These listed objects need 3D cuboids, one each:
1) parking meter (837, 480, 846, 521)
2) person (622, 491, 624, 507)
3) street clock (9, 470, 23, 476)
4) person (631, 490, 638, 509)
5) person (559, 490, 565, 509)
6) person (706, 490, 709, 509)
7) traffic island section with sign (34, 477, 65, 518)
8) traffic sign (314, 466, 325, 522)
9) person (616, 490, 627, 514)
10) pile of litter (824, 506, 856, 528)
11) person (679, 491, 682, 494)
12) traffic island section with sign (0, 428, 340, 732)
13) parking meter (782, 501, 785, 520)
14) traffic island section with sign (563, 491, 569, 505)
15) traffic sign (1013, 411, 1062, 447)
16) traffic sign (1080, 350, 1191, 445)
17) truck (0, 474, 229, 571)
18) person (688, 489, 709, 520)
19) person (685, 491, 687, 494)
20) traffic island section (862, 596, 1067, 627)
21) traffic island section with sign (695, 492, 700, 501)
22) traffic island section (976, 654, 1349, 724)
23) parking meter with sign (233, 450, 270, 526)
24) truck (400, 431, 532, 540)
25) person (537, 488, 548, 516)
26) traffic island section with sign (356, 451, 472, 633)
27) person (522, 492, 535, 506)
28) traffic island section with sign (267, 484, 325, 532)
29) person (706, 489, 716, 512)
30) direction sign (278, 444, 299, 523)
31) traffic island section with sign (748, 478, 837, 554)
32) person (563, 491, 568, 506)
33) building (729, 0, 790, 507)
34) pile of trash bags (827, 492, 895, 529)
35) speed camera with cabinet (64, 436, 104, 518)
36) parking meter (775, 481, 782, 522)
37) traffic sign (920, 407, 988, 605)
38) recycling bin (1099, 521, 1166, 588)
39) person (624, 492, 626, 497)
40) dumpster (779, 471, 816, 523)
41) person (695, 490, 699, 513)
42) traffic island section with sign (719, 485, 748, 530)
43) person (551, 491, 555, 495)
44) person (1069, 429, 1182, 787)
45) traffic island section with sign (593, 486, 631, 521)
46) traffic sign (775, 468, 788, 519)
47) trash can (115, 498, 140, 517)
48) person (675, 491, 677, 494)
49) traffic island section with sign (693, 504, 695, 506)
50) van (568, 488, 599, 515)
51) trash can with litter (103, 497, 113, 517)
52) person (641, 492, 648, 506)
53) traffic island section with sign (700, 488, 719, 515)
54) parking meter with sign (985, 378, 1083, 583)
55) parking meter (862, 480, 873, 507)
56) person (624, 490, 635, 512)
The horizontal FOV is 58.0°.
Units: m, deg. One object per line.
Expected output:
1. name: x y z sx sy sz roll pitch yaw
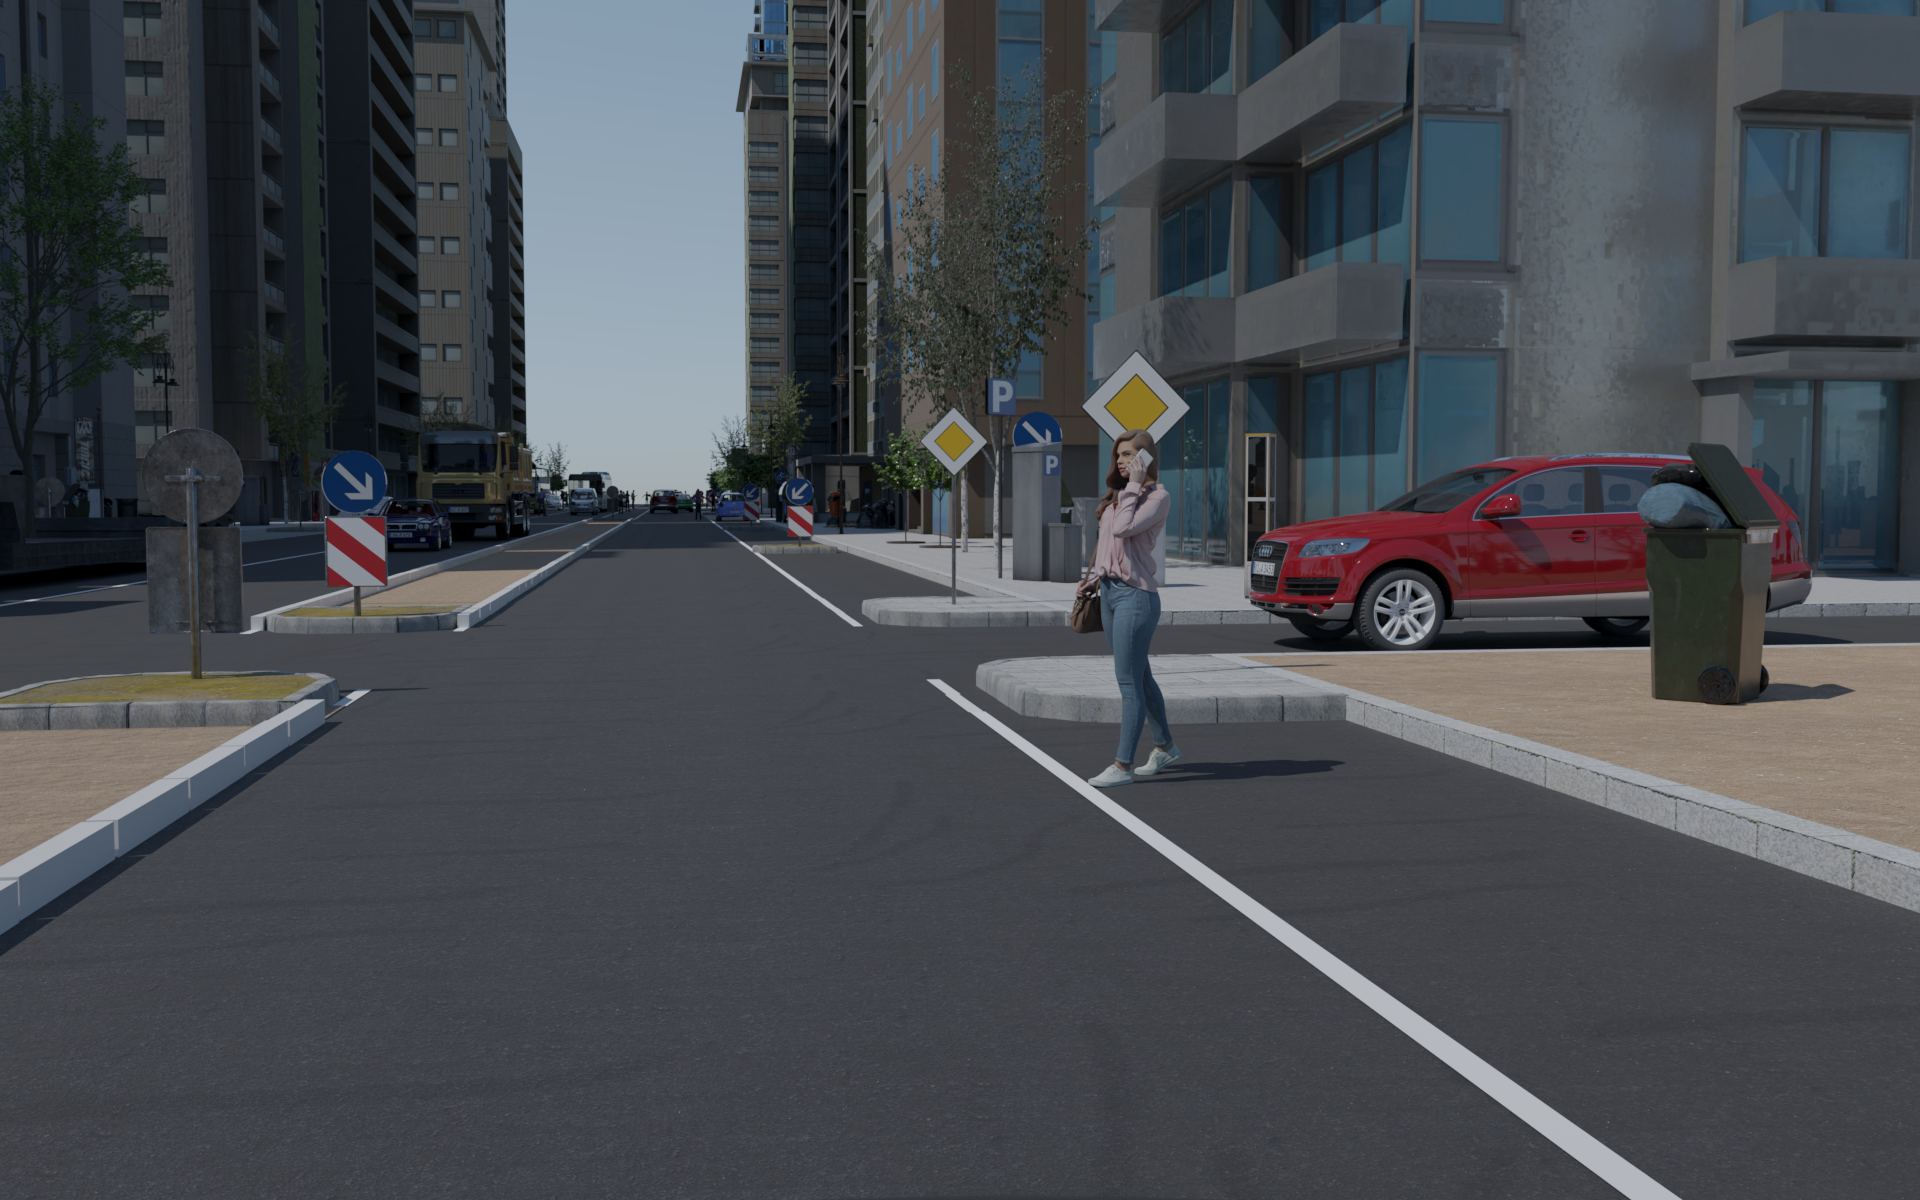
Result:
1. parking meter: -4.787 -3.928 69.939 0.255 1.863 0.399 1 4 11
2. person: -37.041 -11.116 190.797 0.434 1.755 0.990 0 4 -5
3. street clock: -27.976 -2.870 51.503 0.471 2.002 0.358 0 4 6
4. person: -31.795 -9.834 169.156 0.599 1.838 0.709 -2 4 -35
5. person: -38.108 -9.612 165.676 0.705 1.822 1.348 1 4 21
6. person: -24.615 -9.803 168.796 0.705 1.823 1.348 -1 4 -9
7. traffic island section with sign: -20.722 -1.867 39.147 1.989 1.847 2.006 -1 4 -9
8. traffic sign: -29.335 -4.866 79.661 0.768 2.556 0.104 0 4 -1
9. person: -24.616 -7.110 125.464 0.721 1.736 1.217 3 5 42
10. pile of litter: -4.437 -3.225 66.694 1.719 0.858 1.176 -1 4 -10
11. person: -28.784 -10.377 178.950 0.721 1.735 1.217 0 4 6
12. traffic island section with sign: -5.223 -0.201 11.428 2.006 1.907 1.989 -1 4 -9
13. parking meter: -8.864 -4.774 86.467 0.372 1.533 0.369 0 3 0
14. traffic island section with sign: -51.163 -13.161 223.816 1.989 1.847 2.006 -1 4 -9
15. traffic sign: 1.191 -1.633 26.808 0.768 2.556 0.104 0 4 -3
16. traffic sign: 1.225 -0.521 12.167 0.795 2.450 0.064 -1 4 -9
17. truck: -15.398 -2.289 27.192 2.967 4.110 18.799 0 4 -8
18. person: -14.708 -5.392 97.377 1.217 1.743 0.721 -1 4 -9
19. person: -25.523 -9.321 161.426 1.217 1.766 0.721 1 4 21
20. traffic island section: -0.052 0.132 20.127 2.009 0.180 2.903 -1 4 -9
21. traffic island section with sign: -21.040 -8.365 145.400 1.989 1.847 2.006 -1 4 -9
22. traffic island section: 1.247 0.614 12.248 2.009 0.180 2.903 -1 4 -9
23. parking meter with sign: -28.607 -4.493 69.727 0.543 3.016 1.738 1 4 22
24. truck: -15.553 -3.657 55.710 3.469 3.379 9.791 0 4 -8
25. person: -27.190 -6.384 112.747 0.709 1.838 0.599 0 4 3
26. traffic island section with sign: -6.418 -0.648 18.738 2.006 1.907 1.989 -1 4 -9
27. person: -23.522 -5.193 94.198 0.721 1.735 1.217 1 4 19
28. traffic island section with sign: -25.124 -3.499 65.835 1.989 1.847 2.006 -1 4 -9
29. person: -19.706 -7.945 138.335 1.348 1.831 0.705 2 4 33
30. direction sign: -30.221 -5.262 78.031 0.876 3.537 0.379 -2 4 -31
31. traffic island section with sign: -4.104 -2.082 42.671 1.989 1.847 2.006 -1 4 -9
32. person: -46.660 -12.036 205.367 0.705 1.814 1.350 2 4 34
33. building: -20.212 -56.541 237.122 22.319 86.520 31.000 -1 4 -9
34. pile of trash bags: -3.292 -3.335 64.273 3.447 1.369 1.912 -2 4 -26
35. speed camera with cabinet: -29.653 -3.931 58.605 2.038 3.252 0.660 3 5 44
36. parking meter: -8.238 -4.469 78.778 0.255 1.863 0.399 -1 4 -15
37. traffic sign: -0.074 -1.003 20.046 0.795 2.450 0.064 -1 4 -9
38. recycling bin: 2.381 -0.697 23.949 0.722 1.027 0.722 -1 4 -18
39. person: -45.938 -13.932 237.213 0.530 1.710 0.541 0 4 -2
40. dumpster: -7.085 -4.470 75.570 1.502 2.255 1.985 -1 4 -9
41. person: -20.240 -7.612 133.751 0.445 1.727 0.742 0 4 -7
42. traffic island section with sign: -8.482 -3.709 69.269 1.989 1.847 2.006 -1 4 -9
43. person: -48.434 -12.069 205.928 0.705 1.812 1.348 3 4 37
44. person: 0.889 0.028 8.628 0.643 1.750 0.593 -1 4 -22
45. traffic island section with sign: -18.649 -5.183 92.879 2.006 1.907 1.989 -1 4 -9
46. traffic sign: -8.666 -5.189 84.946 0.768 2.556 0.104 0 4 -3
47. trash can: -27.553 -2.794 57.328 0.748 1.137 0.748 0 3 0
48. person: -27.415 -9.661 167.011 0.990 1.755 0.434 1 4 10
49. traffic island section with sign: -29.981 -11.680 199.594 1.989 1.847 2.006 -1 4 -9
50. van: -25.599 -6.785 117.949 2.013 2.044 4.112 0 4 -8
51. trash can with litter: -29.815 -2.993 60.315 0.624 1.170 1.055 -1 4 -21
52. person: -36.611 -11.813 202.356 1.217 1.736 0.721 -2 4 -25
53. traffic island section with sign: -16.648 -6.739 118.804 1.989 1.847 2.006 -1 4 -9
54. parking meter with sign: 1.124 -1.793 25.577 0.543 3.016 1.738 -3 4 -38
55. parking meter: -3.768 -3.961 70.470 0.399 1.863 0.255 0 4 4
56. person: -26.883 -8.012 140.213 1.217 1.735 0.721 1 4 15
